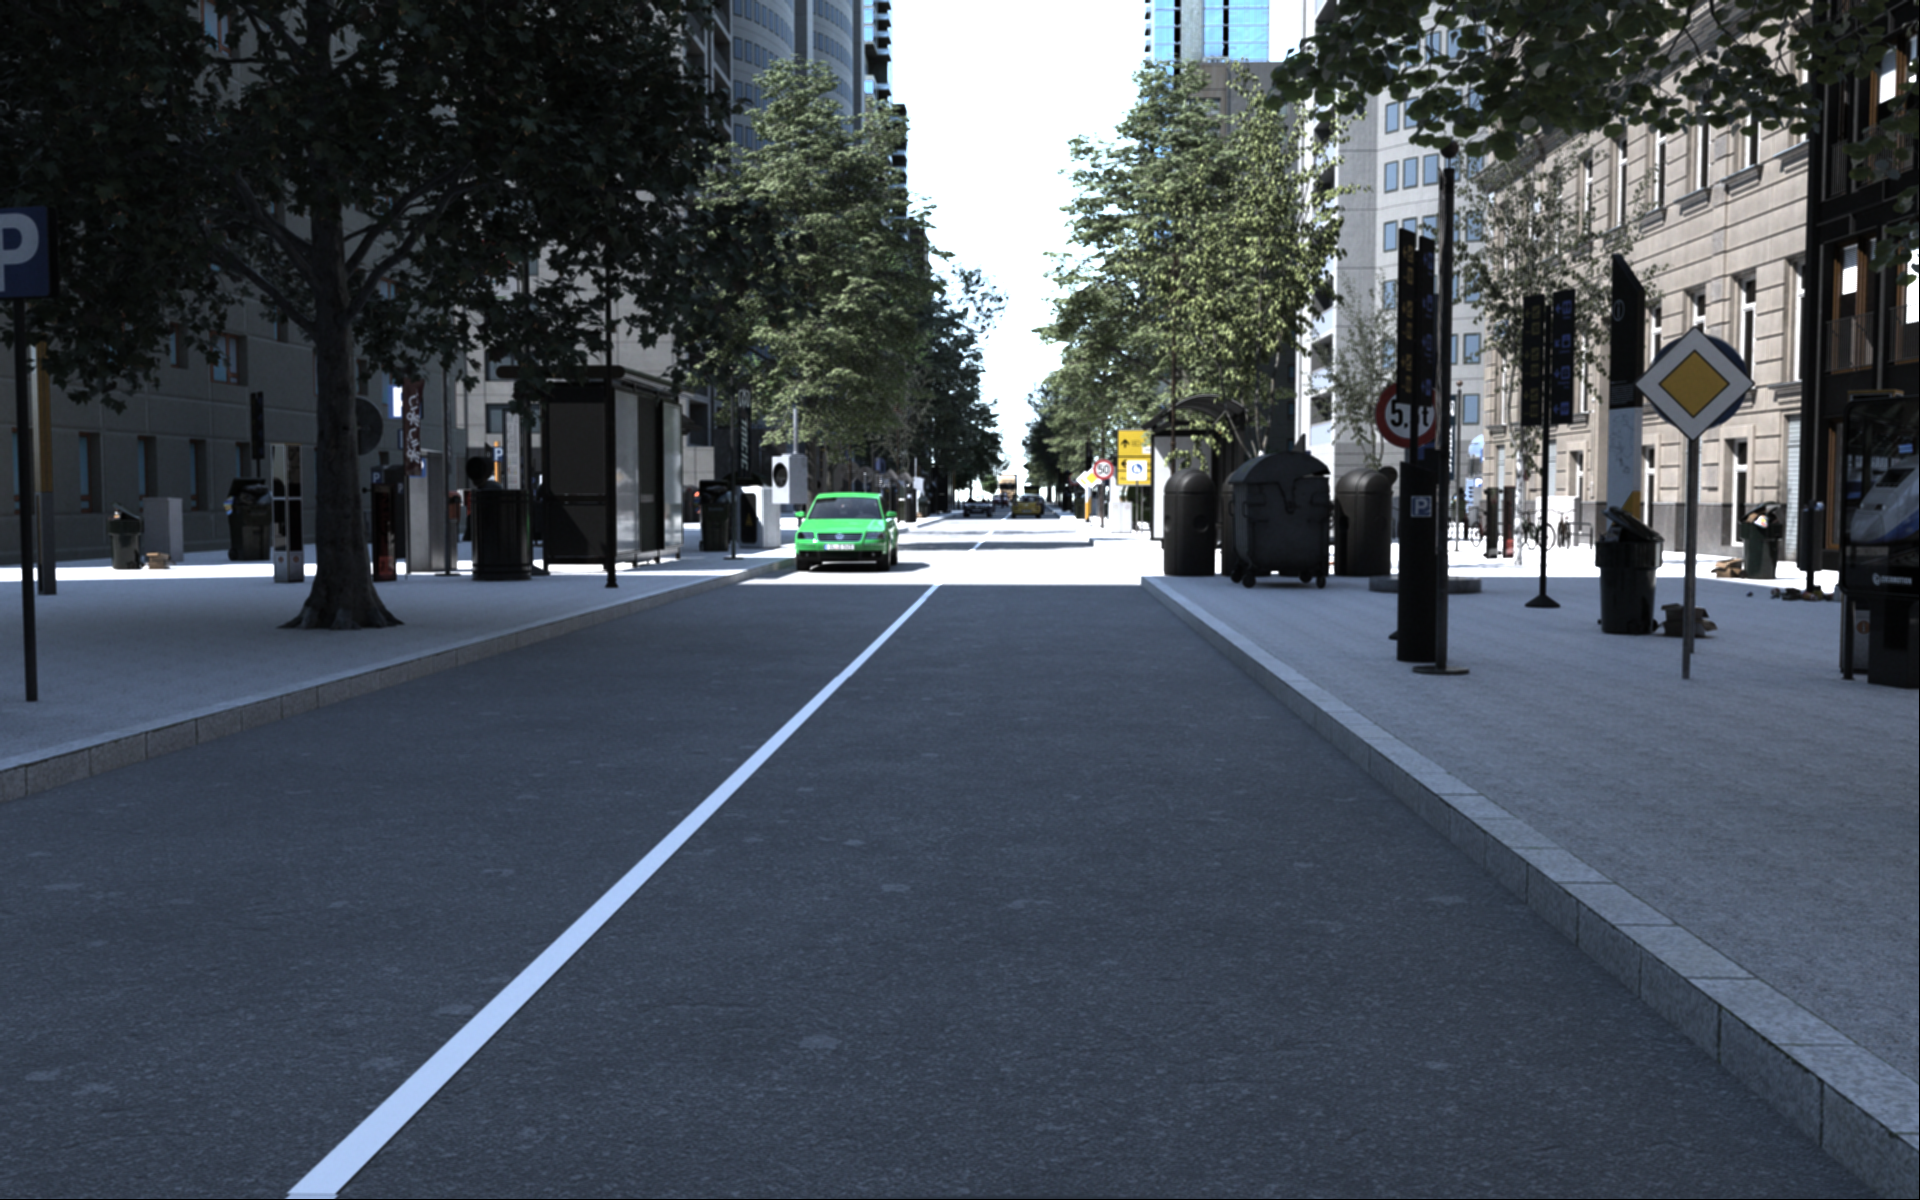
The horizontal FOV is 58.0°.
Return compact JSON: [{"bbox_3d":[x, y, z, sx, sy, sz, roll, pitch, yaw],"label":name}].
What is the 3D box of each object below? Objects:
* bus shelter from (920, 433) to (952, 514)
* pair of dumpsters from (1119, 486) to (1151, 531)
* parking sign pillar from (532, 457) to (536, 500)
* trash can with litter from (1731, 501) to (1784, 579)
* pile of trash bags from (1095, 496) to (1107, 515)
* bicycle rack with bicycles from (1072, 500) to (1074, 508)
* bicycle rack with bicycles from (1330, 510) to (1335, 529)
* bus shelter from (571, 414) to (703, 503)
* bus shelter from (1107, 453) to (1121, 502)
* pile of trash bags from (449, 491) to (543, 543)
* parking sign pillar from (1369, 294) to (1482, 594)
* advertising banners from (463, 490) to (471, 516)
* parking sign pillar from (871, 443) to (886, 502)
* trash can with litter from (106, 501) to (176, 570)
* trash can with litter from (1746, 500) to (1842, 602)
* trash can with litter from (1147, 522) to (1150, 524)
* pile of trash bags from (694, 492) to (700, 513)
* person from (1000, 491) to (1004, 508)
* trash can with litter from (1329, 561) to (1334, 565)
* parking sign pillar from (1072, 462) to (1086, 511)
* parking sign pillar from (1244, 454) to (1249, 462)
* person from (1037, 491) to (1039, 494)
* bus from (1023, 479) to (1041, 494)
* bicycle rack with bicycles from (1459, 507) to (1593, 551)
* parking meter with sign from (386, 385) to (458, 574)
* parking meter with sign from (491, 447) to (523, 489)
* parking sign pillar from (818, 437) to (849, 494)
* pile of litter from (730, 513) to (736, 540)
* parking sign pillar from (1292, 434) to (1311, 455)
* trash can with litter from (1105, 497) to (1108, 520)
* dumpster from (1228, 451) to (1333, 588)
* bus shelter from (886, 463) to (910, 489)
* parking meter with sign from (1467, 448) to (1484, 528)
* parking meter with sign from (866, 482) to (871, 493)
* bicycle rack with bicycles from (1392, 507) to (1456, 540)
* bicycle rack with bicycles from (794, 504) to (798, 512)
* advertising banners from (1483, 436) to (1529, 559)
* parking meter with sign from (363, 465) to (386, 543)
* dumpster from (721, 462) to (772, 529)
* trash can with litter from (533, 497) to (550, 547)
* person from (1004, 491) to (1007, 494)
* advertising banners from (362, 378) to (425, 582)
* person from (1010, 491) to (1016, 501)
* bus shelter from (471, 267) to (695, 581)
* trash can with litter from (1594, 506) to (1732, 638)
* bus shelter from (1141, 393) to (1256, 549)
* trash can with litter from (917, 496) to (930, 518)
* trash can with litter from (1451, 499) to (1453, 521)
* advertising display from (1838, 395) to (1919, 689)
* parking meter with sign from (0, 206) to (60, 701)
[{"bbox_3d":[-1.583,-8.501,116.617,2.179,5.291,8.768,0,4,2],"label":"bus shelter"},{"bbox_3d":[6.551,-3.607,61.469,1.574,2.255,4.437,0,4,2],"label":"pair of dumpsters"},{"bbox_3d":[-22.423,-6.136,88.789,1.447,3.967,1.447,1,4,23],"label":"parking sign pillar"},{"bbox_3d":[11.861,-0.905,26.184,0.624,1.170,1.055,-2,4,-31],"label":"trash can with litter"},{"bbox_3d":[8.643,-5.969,107.338,3.447,1.369,1.912,3,5,44],"label":"pile of trash bags"},{"bbox_3d":[10.460,-7.982,143.894,2.925,0.926,2.852,1,4,18],"label":"bicycle rack with bicycles"},{"bbox_3d":[12.889,-3.019,62.739,2.925,0.926,2.852,2,4,25],"label":"bicycle rack with bicycles"},{"bbox_3d":[-7.224,-2.723,38.445,2.014,3.302,5.546,0,4,2],"label":"bus shelter"},{"bbox_3d":[7.762,-5.272,80.113,2.014,3.302,5.546,0,4,2],"label":"bus shelter"},{"bbox_3d":[-12.777,-2.287,47.146,1.912,1.369,3.447,2,4,30],"label":"pile of trash bags"},{"bbox_3d":[6.149,-2.099,22.795,1.447,3.967,1.447,1,4,12],"label":"parking sign pillar"},{"bbox_3d":[-18.837,-4.310,66.664,2.074,3.025,0.090,-1,4,-17],"label":"advertising banners"},{"bbox_3d":[-4.344,-6.359,92.443,1.447,3.967,1.447,1,4,15],"label":"parking sign pillar"},{"bbox_3d":[-13.946,-1.109,29.517,1.055,1.170,0.624,-1,4,-10],"label":"trash can with litter"},{"bbox_3d":[10.653,-0.632,21.392,1.678,1.210,2.233,2,4,29],"label":"trash can with litter"},{"bbox_3d":[8.347,-3.803,73.567,0.624,1.170,1.055,-2,4,-32],"label":"trash can with litter"},{"bbox_3d":[-12.439,-4.335,80.637,3.447,1.369,1.912,3,4,36],"label":"pile of trash bags"},{"bbox_3d":[4.253,-10.232,176.515,0.721,1.735,1.217,-1,4,-12],"label":"person"},{"bbox_3d":[6.481,-1.236,31.265,2.233,1.210,1.678,-2,4,-27],"label":"trash can with litter"},{"bbox_3d":[8.608,-8.129,121.385,1.447,3.967,1.447,-3,5,-40],"label":"parking sign pillar"},{"bbox_3d":[19.211,-7.666,113.804,1.447,3.967,1.447,1,4,12],"label":"parking sign pillar"},{"bbox_3d":[9.184,-11.894,202.976,0.705,1.824,1.348,-1,4,-16],"label":"person"},{"bbox_3d":[11.550,-17.564,278.724,2.896,3.916,12.252,0,4,2],"label":"bus"},{"bbox_3d":[13.369,-1.638,40.167,2.852,0.926,2.925,0,4,1],"label":"bicycle rack with bicycles"},{"bbox_3d":[-8.792,-1.973,28.522,0.543,3.016,1.738,0,4,4],"label":"parking meter with sign"},{"bbox_3d":[-16.368,-4.105,63.370,1.738,3.016,0.543,3,4,38],"label":"parking meter with sign"},{"bbox_3d":[-5.536,-5.430,77.251,1.447,3.967,1.447,3,5,42],"label":"parking sign pillar"},{"bbox_3d":[-6.345,-2.123,48.683,1.176,0.858,1.719,0,4,3],"label":"pile of litter"},{"bbox_3d":[15.276,-5.470,77.901,1.447,3.967,1.447,-1,4,-16],"label":"parking sign pillar"},{"bbox_3d":[7.495,-4.407,83.443,1.055,1.170,0.624,-1,4,-19],"label":"trash can with litter"},{"bbox_3d":[4.482,-1.132,24.261,1.264,1.857,1.865,0,4,2],"label":"dumpster"},{"bbox_3d":[-3.991,-7.113,110.224,2.014,3.302,5.546,0,4,2],"label":"bus shelter"},{"bbox_3d":[19.638,-4.225,65.341,0.543,3.016,1.738,2,4,34],"label":"parking meter with sign"},{"bbox_3d":[-5.728,-7.080,112.012,0.543,3.016,1.738,3,4,37],"label":"parking meter with sign"},{"bbox_3d":[13.067,-2.128,48.168,2.852,0.926,2.925,1,4,19],"label":"bicycle rack with bicycles"},{"bbox_3d":[-11.042,-6.799,124.552,2.925,0.926,2.852,1,4,23],"label":"bicycle rack with bicycles"},{"bbox_3d":[11.050,-2.364,34.841,0.090,3.025,2.074,3,5,42],"label":"advertising banners"},{"bbox_3d":[-15.163,-3.021,45.659,0.543,3.016,1.738,2,4,26],"label":"parking meter with sign"},{"bbox_3d":[-6.412,-3.012,51.736,1.502,2.255,1.985,0,4,2],"label":"dumpster"},{"bbox_3d":[-10.427,-1.925,42.523,2.233,1.210,1.678,3,4,36],"label":"trash can with litter"},{"bbox_3d":[5.647,-12.597,214.327,0.709,1.838,0.599,1,4,22],"label":"person"},{"bbox_3d":[-8.465,-1.783,25.333,0.090,3.025,2.074,1,4,21],"label":"advertising banners"},{"bbox_3d":[6.347,-11.757,201.443,1.217,1.735,0.721,-1,4,-13],"label":"person"},{"bbox_3d":[-6.455,-3.183,29.673,2.179,5.291,8.768,0,4,2],"label":"bus shelter"},{"bbox_3d":[6.367,-0.272,15.830,1.055,1.170,0.624,3,5,41],"label":"trash can with litter"},{"bbox_3d":[5.108,-2.675,37.662,2.014,3.302,5.546,0,4,2],"label":"bus shelter"},{"bbox_3d":[-1.978,-4.913,91.708,0.624,1.170,1.055,1,4,11],"label":"trash can with litter"},{"bbox_3d":[23.486,-4.286,81.465,1.055,1.170,0.624,-3,5,-44],"label":"trash can with litter"},{"bbox_3d":[6.239,-0.385,11.516,0.123,1.923,0.974,-1,4,-12],"label":"advertising display"},{"bbox_3d":[-5.976,-0.831,9.851,0.543,3.016,1.738,1,4,16],"label":"parking meter with sign"}]
